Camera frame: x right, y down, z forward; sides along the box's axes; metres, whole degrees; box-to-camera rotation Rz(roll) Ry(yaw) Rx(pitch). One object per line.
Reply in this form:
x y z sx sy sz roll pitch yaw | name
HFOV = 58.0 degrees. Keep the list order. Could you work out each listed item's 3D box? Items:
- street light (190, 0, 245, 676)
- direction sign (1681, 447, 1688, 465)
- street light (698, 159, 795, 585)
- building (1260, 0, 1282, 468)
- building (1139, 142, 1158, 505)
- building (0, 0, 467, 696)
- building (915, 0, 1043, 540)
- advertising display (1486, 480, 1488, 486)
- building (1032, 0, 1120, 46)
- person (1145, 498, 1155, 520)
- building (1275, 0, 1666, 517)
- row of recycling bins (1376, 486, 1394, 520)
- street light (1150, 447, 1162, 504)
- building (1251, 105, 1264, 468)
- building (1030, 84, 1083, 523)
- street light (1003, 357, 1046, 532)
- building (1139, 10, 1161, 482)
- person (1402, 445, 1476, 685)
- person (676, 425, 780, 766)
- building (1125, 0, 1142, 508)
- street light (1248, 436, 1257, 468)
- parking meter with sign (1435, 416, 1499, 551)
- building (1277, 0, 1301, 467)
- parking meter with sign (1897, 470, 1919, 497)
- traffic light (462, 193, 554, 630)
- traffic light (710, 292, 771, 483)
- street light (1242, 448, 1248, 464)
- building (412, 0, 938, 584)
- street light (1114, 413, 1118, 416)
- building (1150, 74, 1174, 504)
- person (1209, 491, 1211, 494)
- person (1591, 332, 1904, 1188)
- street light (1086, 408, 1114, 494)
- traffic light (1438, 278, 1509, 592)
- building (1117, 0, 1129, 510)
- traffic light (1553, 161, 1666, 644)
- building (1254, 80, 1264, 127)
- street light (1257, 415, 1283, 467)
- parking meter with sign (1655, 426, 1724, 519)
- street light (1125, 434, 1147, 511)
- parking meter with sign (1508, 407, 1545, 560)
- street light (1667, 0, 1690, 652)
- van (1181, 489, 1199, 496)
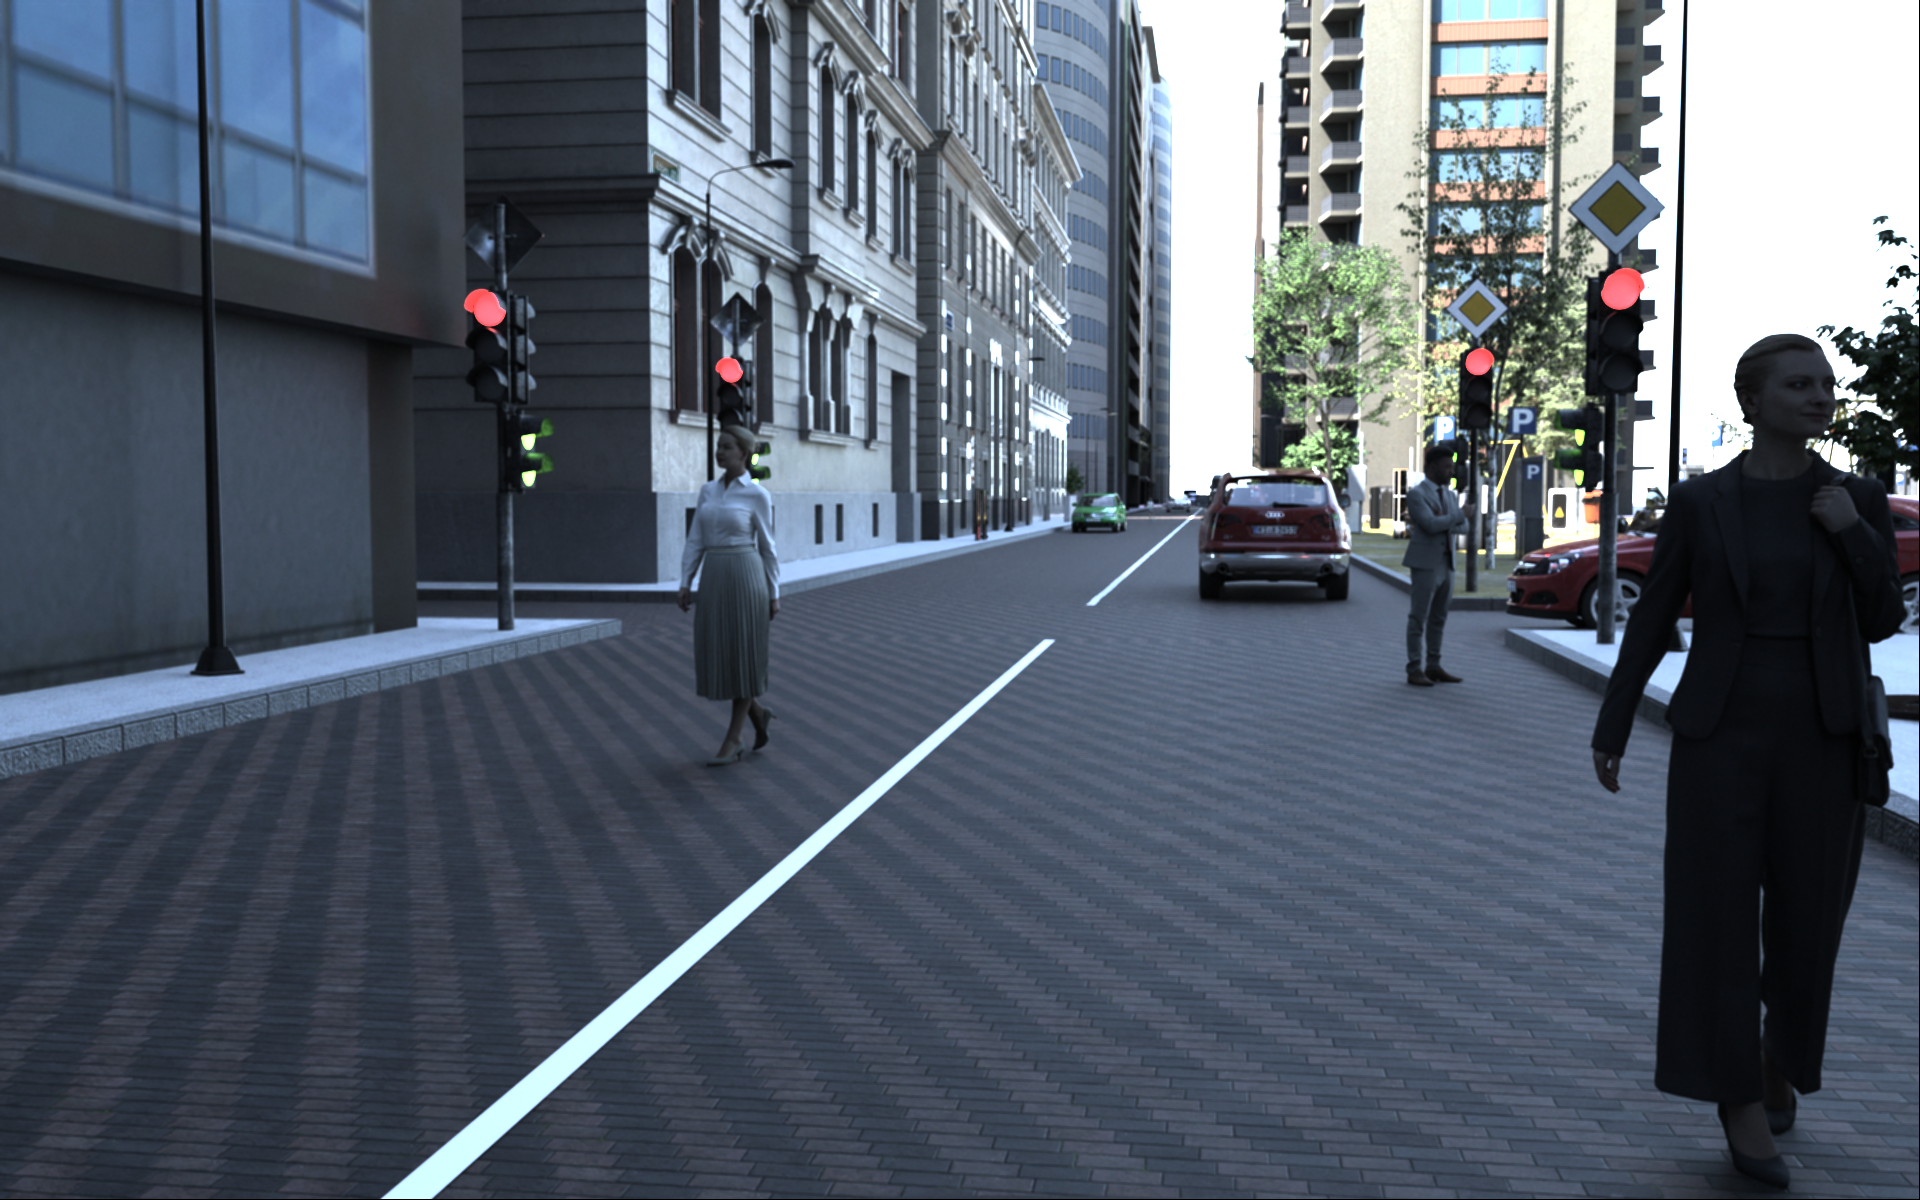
-4.765 -2.419 12.098 1.470 5.913 1.316 1 4 8 | street light
34.746 -5.607 83.673 0.379 3.537 0.876 -2 4 -32 | direction sign
-2.978 -3.161 24.220 1.470 5.913 1.316 1 4 8 | street light
37.878 -37.524 155.520 21.231 58.520 28.212 1 4 8 | building
17.410 -34.648 216.602 14.600 45.320 14.200 1 4 8 | building
-12.834 -22.004 9.869 14.200 45.320 14.600 1 4 8 | building
-4.353 -16.061 59.856 12.463 27.353 25.104 1 4 8 | building
23.836 -4.409 77.305 0.974 1.923 0.123 -2 4 -33 | advertising display
-0.903 -34.928 113.074 21.231 58.520 28.212 1 4 8 | building
10.481 -5.013 95.484 0.505 1.210 0.382 -1 4 -9 | person
31.974 -27.966 111.868 22.147 44.769 28.867 1 4 8 | building
21.870 -4.941 87.900 1.069 1.692 3.534 -1 4 -14 | row of recycling bins
18.792 -12.074 169.947 1.470 5.913 1.316 1 4 8 | street light
40.053 -33.315 194.809 14.600 45.320 14.200 1 4 8 | building
-0.778 -15.086 82.809 11.583 22.565 21.152 1 4 8 | building
2.203 -5.281 58.880 1.470 5.913 1.316 1 4 8 | street light
7.835 -37.136 196.405 28.713 52.752 27.495 1 4 8 | building
3.617 -0.266 13.036 0.466 1.800 0.511 3 5 40 | person
-1.197 -0.039 9.362 0.478 1.798 0.641 2 4 33 | person
4.836 -32.386 153.218 21.300 48.544 21.600 1 4 8 | building
23.776 -10.084 137.411 1.470 5.913 1.316 1 4 8 | street light
11.603 -2.647 39.540 1.738 3.016 0.543 -3 4 -36 | parking meter with sign
31.876 -27.575 134.454 14.154 41.232 14.086 1 4 8 | building
29.548 -3.537 54.096 1.738 3.016 0.543 2 4 25 | parking meter with sign
-4.268 -1.670 16.229 0.839 4.253 0.868 1 4 8 | traffic light
-3.090 -2.153 24.127 0.839 4.253 0.868 1 4 8 | traffic light
30.780 -13.005 185.173 1.470 5.913 1.316 1 4 8 | street light
-8.837 -15.195 35.820 14.401 28.519 23.554 1 4 8 | building
8.401 -7.795 99.995 1.470 5.913 1.316 1 4 8 | street light
18.174 -42.540 237.529 21.231 58.520 28.212 1 4 8 | building
27.917 -11.323 193.708 0.705 1.814 1.350 2 4 33 | person
1.720 0.315 3.770 0.576 1.772 0.534 0 4 -3 | person
7.406 -7.400 93.536 1.470 5.913 1.316 1 4 8 | street light
6.715 -2.065 22.686 0.839 4.253 0.868 1 4 8 | traffic light
5.618 -27.601 134.872 14.154 41.232 14.086 1 4 8 | building
5.537 -1.582 14.788 0.839 4.253 0.868 1 4 8 | traffic light
51.028 -38.235 214.385 28.713 52.752 27.495 1 4 8 | building
18.460 -7.934 102.258 1.470 5.913 1.316 1 4 8 | street light
18.499 -2.920 44.003 1.738 3.016 0.543 -1 4 -22 | parking meter with sign
13.582 -9.915 134.654 1.470 5.913 1.316 1 4 8 | street light
11.142 -2.304 33.939 0.543 3.016 1.738 0 4 8 | parking meter with sign
5.301 -2.545 14.148 1.470 5.913 1.316 1 4 8 | street light
27.670 -12.467 208.222 2.240 2.365 5.245 0 4 7 | van
